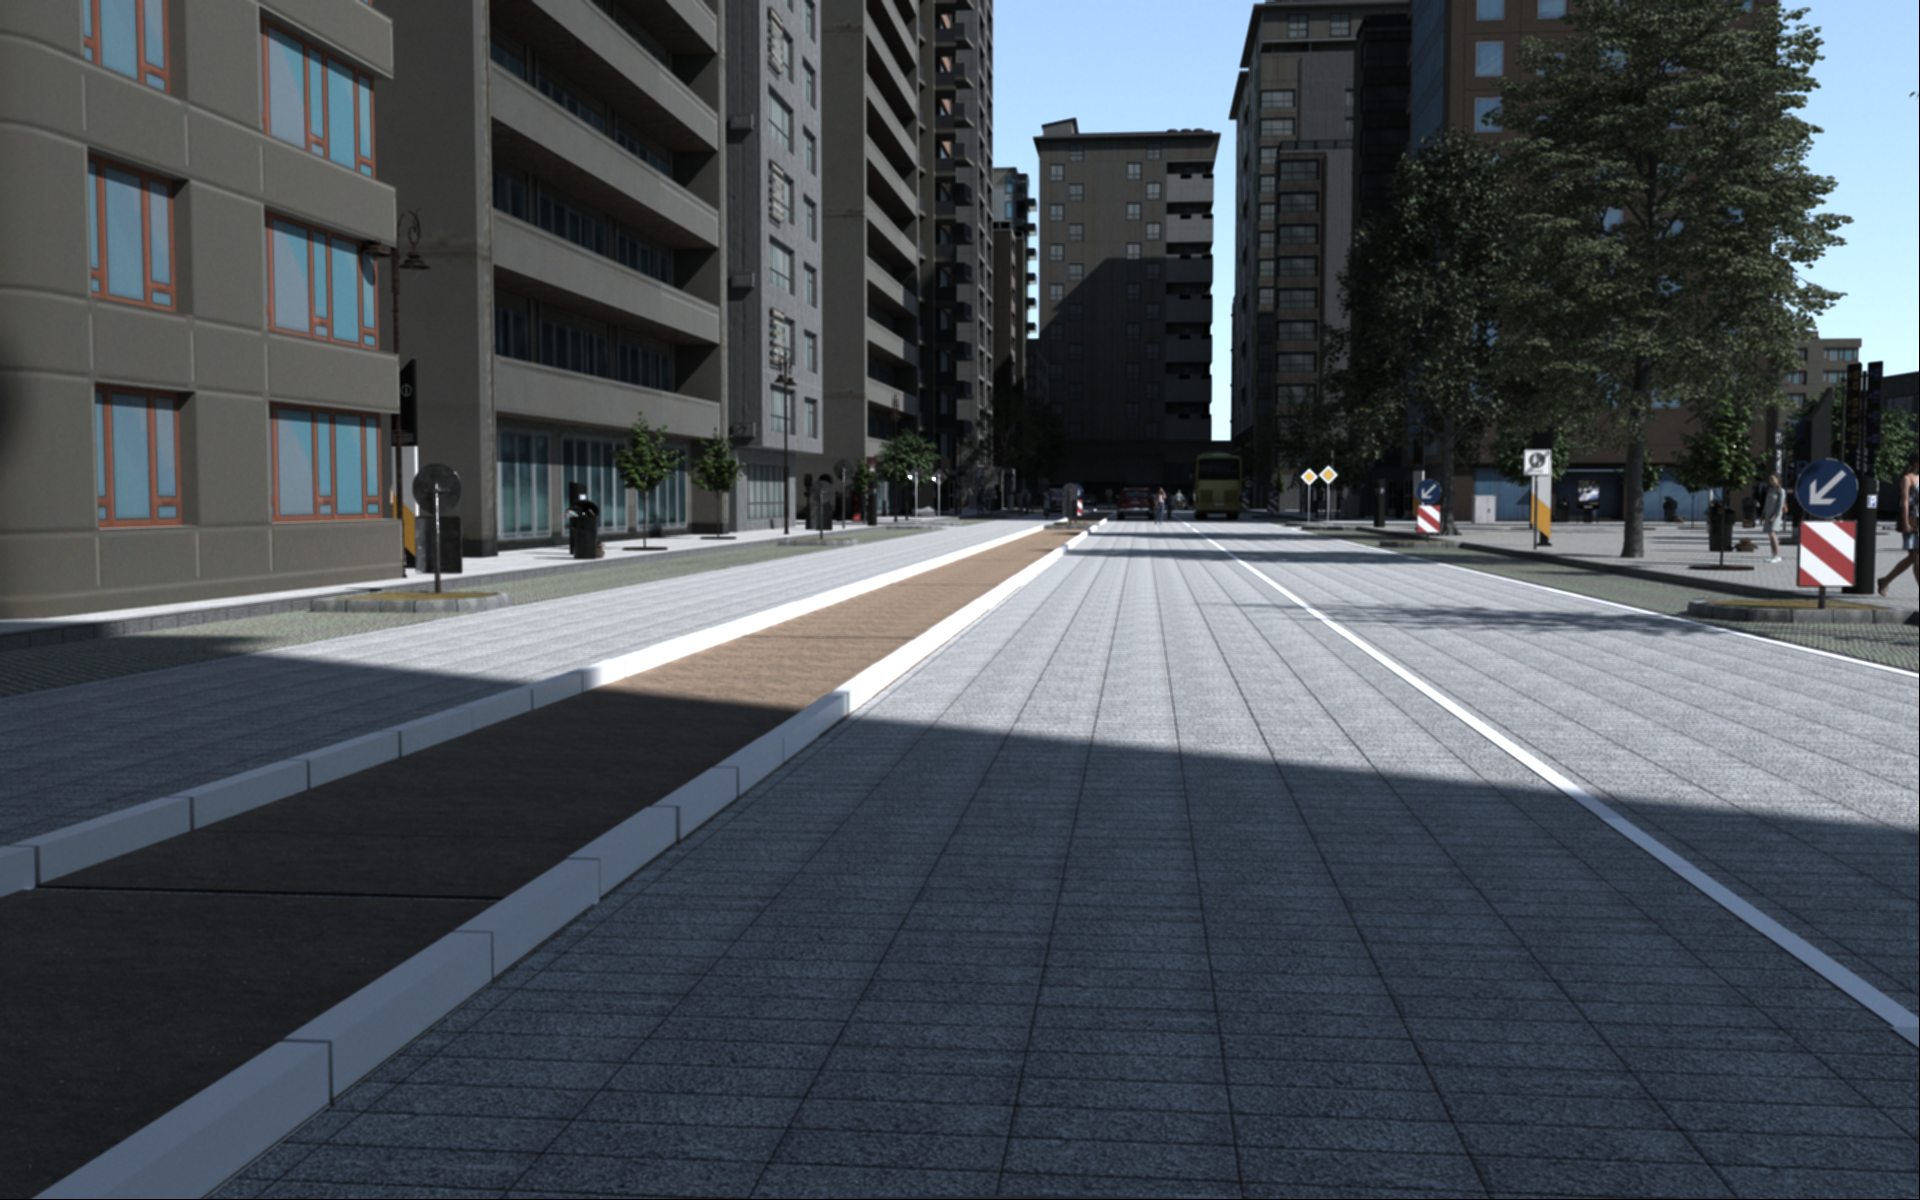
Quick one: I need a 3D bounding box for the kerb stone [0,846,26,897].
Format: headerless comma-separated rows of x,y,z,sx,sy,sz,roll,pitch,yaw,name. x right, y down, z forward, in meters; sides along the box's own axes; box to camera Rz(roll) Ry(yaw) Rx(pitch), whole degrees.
-3.476,1.002,5.808,0.120,0.150,1.000,0,4,6,kerb stone

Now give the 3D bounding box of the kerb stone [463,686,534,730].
-2.932,0.691,10.902,0.120,0.150,1.000,0,4,6,kerb stone

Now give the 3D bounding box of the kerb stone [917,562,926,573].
-0.780,-0.556,31.286,0.120,0.150,1.000,0,4,6,kerb stone

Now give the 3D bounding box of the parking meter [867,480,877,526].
-3.550,-3.929,69.954,0.255,1.863,0.399,2,4,24,parking meter

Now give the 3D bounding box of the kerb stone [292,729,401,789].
-3.145,0.815,8.866,0.120,0.150,1.000,0,4,6,kerb stone

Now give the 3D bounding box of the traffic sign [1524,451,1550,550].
13.297,-2.315,39.978,0.606,2.300,0.079,1,4,9,traffic sign

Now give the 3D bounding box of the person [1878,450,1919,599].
11.576,-0.916,21.110,0.616,1.811,0.778,-3,4,-37,person

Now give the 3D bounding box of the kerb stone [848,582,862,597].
-1.536,-0.117,24.151,0.120,0.150,1.000,0,4,6,kerb stone

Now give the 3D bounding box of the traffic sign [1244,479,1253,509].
24.980,-9.162,149.899,0.768,2.556,0.104,1,4,12,traffic sign

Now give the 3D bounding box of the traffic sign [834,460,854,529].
-4.300,-3.904,63.935,0.768,2.556,0.104,1,4,11,traffic sign

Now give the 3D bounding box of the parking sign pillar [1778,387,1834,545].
21.436,-3.369,43.556,1.447,3.967,1.447,-3,5,-43,parking sign pillar

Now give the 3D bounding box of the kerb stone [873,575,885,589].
-1.309,-0.241,26.189,0.120,0.150,1.000,0,4,6,kerb stone

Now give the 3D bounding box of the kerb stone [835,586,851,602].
-1.636,-0.057,23.127,0.120,0.150,1.000,0,4,6,kerb stone

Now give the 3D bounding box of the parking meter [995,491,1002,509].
3.346,-8.422,146.108,0.372,1.533,0.369,0,3,0,parking meter

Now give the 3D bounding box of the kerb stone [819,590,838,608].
-1.740,0.005,22.111,0.120,0.150,1.000,0,4,6,kerb stone

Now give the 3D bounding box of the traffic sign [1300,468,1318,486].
15.622,-4.601,77.410,0.795,2.593,0.064,0,4,6,traffic sign

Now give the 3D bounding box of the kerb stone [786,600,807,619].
-1.964,0.130,20.074,0.120,0.150,1.000,0,4,6,kerb stone

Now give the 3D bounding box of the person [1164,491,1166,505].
21.964,-10.774,185.437,0.721,1.735,1.217,0,4,3,person

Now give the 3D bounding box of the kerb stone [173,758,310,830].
-3.254,0.878,7.844,0.120,0.150,1.000,0,4,6,kerb stone

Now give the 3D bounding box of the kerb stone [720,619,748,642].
-2.285,0.322,17.013,0.120,0.150,1.000,0,4,6,kerb stone

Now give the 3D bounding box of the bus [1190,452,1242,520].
14.819,-6.649,100.253,2.896,3.916,12.252,0,4,7,bus

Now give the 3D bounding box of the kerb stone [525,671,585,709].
-2.821,0.629,11.918,0.120,0.150,1.000,0,4,6,kerb stone

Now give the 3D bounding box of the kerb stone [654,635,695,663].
-2.501,0.441,14.980,0.120,0.150,1.000,0,4,6,kerb stone

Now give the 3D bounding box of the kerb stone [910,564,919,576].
-0.886,-0.488,30.270,0.120,0.150,1.000,0,4,6,kerb stone

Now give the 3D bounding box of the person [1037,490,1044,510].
7.358,-9.118,158.032,0.683,1.767,0.568,-1,4,-15,person

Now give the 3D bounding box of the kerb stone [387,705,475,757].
-3.032,0.753,9.885,0.120,0.150,1.000,0,4,6,kerb stone

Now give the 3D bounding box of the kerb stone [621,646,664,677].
-2.603,0.509,13.963,0.120,0.150,1.000,0,4,6,kerb stone

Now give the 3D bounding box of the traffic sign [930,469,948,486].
-0.979,-4.709,79.177,0.795,2.593,0.064,0,4,6,traffic sign

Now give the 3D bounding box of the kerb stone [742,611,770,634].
-2.170,0.255,18.028,0.120,0.150,1.000,0,4,6,kerb stone

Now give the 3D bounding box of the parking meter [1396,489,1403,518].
23.240,-5.088,91.606,0.372,1.533,0.369,0,3,0,parking meter

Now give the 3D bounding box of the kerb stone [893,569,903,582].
-1.094,-0.369,28.232,0.120,0.150,1.000,0,4,6,kerb stone

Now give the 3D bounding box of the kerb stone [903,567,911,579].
-0.991,-0.428,29.249,0.120,0.150,1.000,0,4,6,kerb stone

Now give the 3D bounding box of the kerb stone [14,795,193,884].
-3.364,0.940,6.823,0.120,0.150,1.000,0,4,6,kerb stone

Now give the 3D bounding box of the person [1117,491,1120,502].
19.721,-12.674,215.716,0.705,1.824,1.348,-2,4,-30,person

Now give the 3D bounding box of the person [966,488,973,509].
0.816,-8.865,151.084,0.694,1.812,0.767,3,5,40,person

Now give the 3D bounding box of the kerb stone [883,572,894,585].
-1.210,-0.307,27.217,0.120,0.150,1.000,0,4,6,kerb stone

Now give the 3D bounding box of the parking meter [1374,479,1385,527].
16.187,-3.739,66.838,0.399,1.863,0.255,-2,4,-31,parking meter

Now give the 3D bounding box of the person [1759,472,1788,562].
15.382,-1.571,32.725,0.522,1.701,0.512,-1,4,-16,person

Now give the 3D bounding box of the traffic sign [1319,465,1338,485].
14.783,-4.115,69.469,0.795,2.593,0.064,0,4,6,traffic sign

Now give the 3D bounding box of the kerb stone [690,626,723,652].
-2.395,0.381,15.997,0.120,0.150,1.000,0,4,6,kerb stone

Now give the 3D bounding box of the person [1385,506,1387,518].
22.935,-5.135,94.248,0.590,1.304,0.306,0,4,4,person

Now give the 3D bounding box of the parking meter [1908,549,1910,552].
21.031,-1.809,37.991,0.372,1.533,0.369,0,3,0,parking meter

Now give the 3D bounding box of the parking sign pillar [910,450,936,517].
-2.079,-6.637,96.995,1.447,3.967,1.447,-3,5,-40,parking sign pillar

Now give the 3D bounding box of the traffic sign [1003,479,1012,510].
3.898,-8.660,141.699,0.768,2.556,0.104,1,4,12,traffic sign

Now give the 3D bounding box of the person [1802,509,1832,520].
17.012,-1.725,34.209,0.622,1.834,0.822,0,4,-2,person

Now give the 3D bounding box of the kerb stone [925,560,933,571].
-0.668,-0.619,32.313,0.120,0.150,1.000,0,4,6,kerb stone

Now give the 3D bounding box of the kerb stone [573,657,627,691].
-2.715,0.566,12.939,0.120,0.150,1.000,0,4,6,kerb stone

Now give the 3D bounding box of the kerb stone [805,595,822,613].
-1.857,0.077,21.090,0.120,0.150,1.000,0,4,6,kerb stone

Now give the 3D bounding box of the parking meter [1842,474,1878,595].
11.559,-0.847,22.251,0.372,1.533,0.369,0,3,0,parking meter

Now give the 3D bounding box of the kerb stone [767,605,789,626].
-2.070,0.194,19.048,0.120,0.150,1.000,0,4,6,kerb stone

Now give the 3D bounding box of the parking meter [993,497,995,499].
3.099,-8.931,154.429,0.372,1.533,0.369,0,3,0,parking meter

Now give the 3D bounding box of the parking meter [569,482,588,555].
-8.091,-1.732,36.721,0.372,1.533,0.369,0,3,0,parking meter

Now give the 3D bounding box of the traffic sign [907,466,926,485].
-1.817,-4.223,71.236,0.795,2.593,0.064,0,4,6,traffic sign

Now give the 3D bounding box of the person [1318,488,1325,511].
27.061,-7.626,130.096,0.648,1.900,0.474,1,4,19,person

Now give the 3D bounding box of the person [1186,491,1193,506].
27.099,-11.891,202.898,1.348,1.826,0.705,-1,4,-17,person

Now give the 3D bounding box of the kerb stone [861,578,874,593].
-1.422,-0.182,25.172,0.120,0.150,1.000,0,4,6,kerb stone
